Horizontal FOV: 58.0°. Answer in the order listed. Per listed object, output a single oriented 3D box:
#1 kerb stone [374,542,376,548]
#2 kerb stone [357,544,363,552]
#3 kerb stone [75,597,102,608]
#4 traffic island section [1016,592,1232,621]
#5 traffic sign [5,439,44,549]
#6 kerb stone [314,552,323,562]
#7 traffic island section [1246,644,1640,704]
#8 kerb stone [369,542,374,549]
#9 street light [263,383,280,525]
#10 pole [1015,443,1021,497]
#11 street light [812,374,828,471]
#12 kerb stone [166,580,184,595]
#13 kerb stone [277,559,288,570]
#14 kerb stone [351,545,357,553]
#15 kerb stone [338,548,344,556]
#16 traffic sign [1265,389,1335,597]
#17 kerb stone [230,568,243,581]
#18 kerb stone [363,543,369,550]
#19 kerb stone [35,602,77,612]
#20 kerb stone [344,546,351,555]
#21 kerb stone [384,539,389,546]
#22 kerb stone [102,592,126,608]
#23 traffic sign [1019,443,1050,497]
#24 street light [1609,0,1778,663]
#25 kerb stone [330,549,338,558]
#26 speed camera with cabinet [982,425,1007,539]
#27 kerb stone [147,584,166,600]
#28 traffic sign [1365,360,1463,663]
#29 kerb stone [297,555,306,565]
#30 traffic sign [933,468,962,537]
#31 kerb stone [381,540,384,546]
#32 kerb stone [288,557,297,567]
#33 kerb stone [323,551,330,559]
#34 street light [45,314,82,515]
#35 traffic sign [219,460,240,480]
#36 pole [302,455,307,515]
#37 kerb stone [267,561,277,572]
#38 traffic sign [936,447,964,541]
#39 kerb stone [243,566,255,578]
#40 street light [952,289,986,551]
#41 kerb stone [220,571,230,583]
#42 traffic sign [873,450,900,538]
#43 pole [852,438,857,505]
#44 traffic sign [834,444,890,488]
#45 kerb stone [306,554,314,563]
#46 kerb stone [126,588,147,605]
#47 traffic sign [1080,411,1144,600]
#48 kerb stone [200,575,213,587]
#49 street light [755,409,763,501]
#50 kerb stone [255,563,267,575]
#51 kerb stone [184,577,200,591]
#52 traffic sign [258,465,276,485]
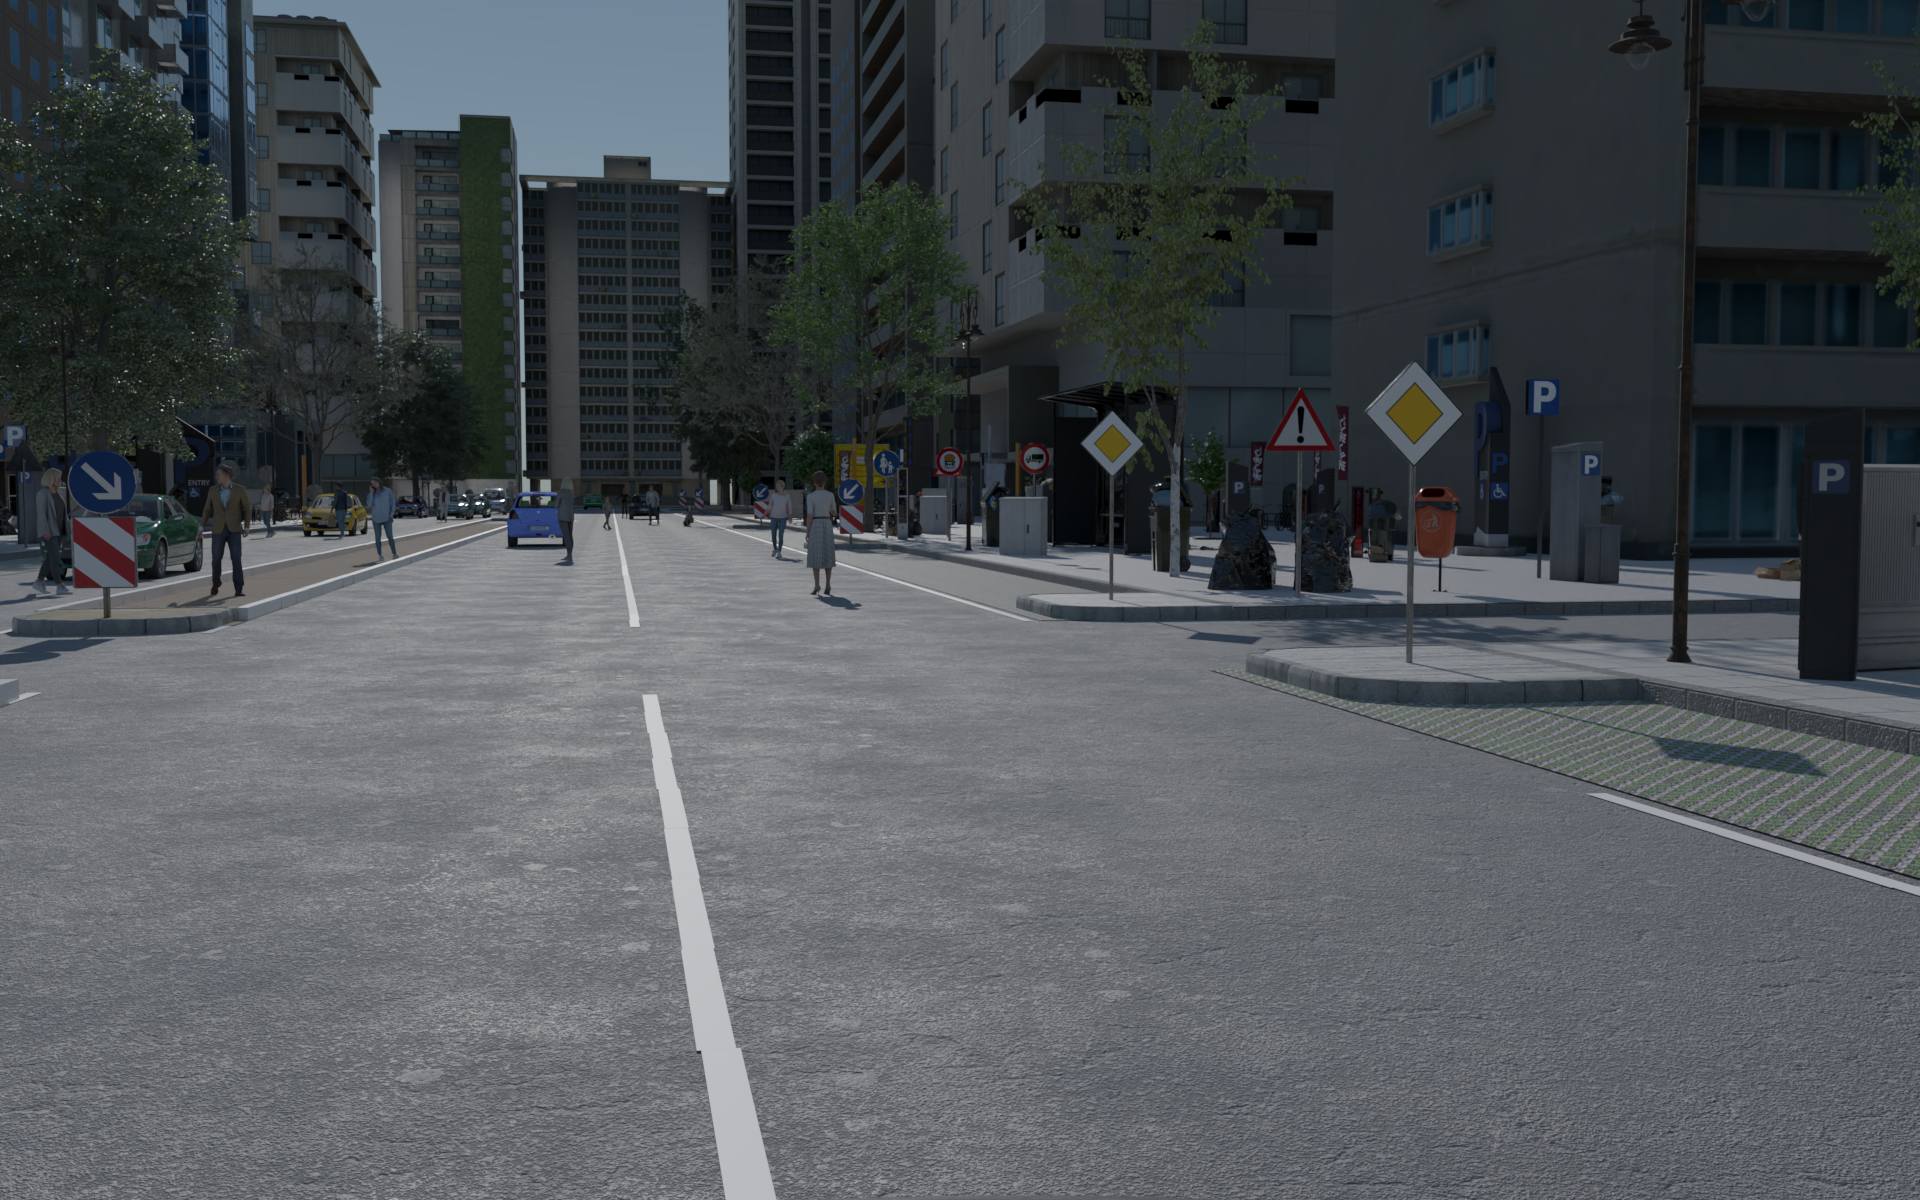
[{"bbox_3d":[-15.545,-1.442,45.779,0.120,0.150,1.000,-1,4,-11],"label":"kerb stone"},{"bbox_3d":[-14.935,-1.259,42.773,0.120,0.150,1.000,-1,4,-11],"label":"kerb stone"},{"bbox_3d":[-10.466,0.095,20.646,0.120,0.150,1.000,-1,4,-11],"label":"kerb stone"},{"bbox_3d":[1.852,0.077,21.014,2.009,0.180,2.903,-1,4,-11],"label":"traffic island section"},{"bbox_3d":[-22.015,-2.492,40.754,0.884,2.594,0.081,0,4,-3],"label":"traffic sign"},{"bbox_3d":[-13.718,-0.889,36.734,0.120,0.150,1.000,-1,4,-11],"label":"kerb stone"},{"bbox_3d":[3.434,0.556,13.187,2.009,0.180,2.903,-1,4,-11],"label":"traffic island section"},{"bbox_3d":[-15.344,-1.374,44.777,0.120,0.150,1.000,-1,4,-11],"label":"kerb stone"},{"bbox_3d":[-28.672,-6.083,72.245,0.468,5.910,1.993,-1,4,-11],"label":"street light"},{"bbox_3d":[2.324,-4.606,69.157,0.158,3.312,0.155,0,3,0],"label":"pole"},{"bbox_3d":[-5.424,-5.769,67.110,0.468,5.910,1.993,-1,4,-11],"label":"street light"},{"bbox_3d":[-11.279,-0.151,24.668,0.120,0.150,1.000,-1,4,-11],"label":"kerb stone"},{"bbox_3d":[-12.905,-0.643,32.717,0.120,0.150,1.000,-1,4,-11],"label":"kerb stone"},{"bbox_3d":[-14.735,-1.193,41.767,0.120,0.150,1.000,-1,4,-11],"label":"kerb stone"},{"bbox_3d":[-14.329,-1.073,39.743,0.120,0.150,1.000,-1,4,-11],"label":"kerb stone"},{"bbox_3d":[4.196,-1.311,21.432,0.884,2.594,0.081,0,4,-6],"label":"traffic sign"},{"bbox_3d":[-12.088,-0.396,28.690,0.120,0.150,1.000,-1,4,-11],"label":"kerb stone"},{"bbox_3d":[-15.143,-1.320,43.774,0.120,0.150,1.000,-1,4,-11],"label":"kerb stone"},{"bbox_3d":[-10.264,0.159,19.642,0.120,0.150,1.000,-1,4,-11],"label":"kerb stone"},{"bbox_3d":[-14.532,-1.133,40.751,0.120,0.150,1.000,-1,4,-11],"label":"kerb stone"},{"bbox_3d":[-15.949,-1.566,47.794,0.120,0.150,1.000,-1,4,-11],"label":"kerb stone"},{"bbox_3d":[-10.666,0.033,21.649,0.120,0.150,1.000,-1,4,-11],"label":"kerb stone"},{"bbox_3d":[1.851,-2.625,43.023,0.768,2.556,0.104,0,4,-5],"label":"traffic sign"},{"bbox_3d":[5.504,-2.464,13.078,0.468,5.910,1.993,-1,4,-11],"label":"street light"},{"bbox_3d":[-14.118,-1.007,38.740,0.120,0.150,1.000,-1,4,-11],"label":"kerb stone"},{"bbox_3d":[0.982,-3.353,49.161,0.660,3.252,2.038,0,4,5],"label":"speed camera with cabinet"},{"bbox_3d":[-11.073,-0.090,23.662,0.120,0.150,1.000,-1,4,-11],"label":"kerb stone"},{"bbox_3d":[3.412,-0.579,13.105,0.795,2.450,0.064,-1,4,-11],"label":"traffic sign"},{"bbox_3d":[-13.312,-0.767,34.730,0.120,0.150,1.000,-1,4,-11],"label":"kerb stone"},{"bbox_3d":[-0.375,-3.163,51.723,0.884,2.594,0.081,0,4,-4],"label":"traffic sign"},{"bbox_3d":[-15.760,-1.503,46.789,0.120,0.150,1.000,-1,4,-11],"label":"kerb stone"},{"bbox_3d":[-13.114,-0.705,33.720,0.120,0.150,1.000,-1,4,-11],"label":"kerb stone"},{"bbox_3d":[-13.922,-0.943,37.736,0.120,0.150,1.000,-1,4,-11],"label":"kerb stone"},{"bbox_3d":[-23.097,-4.401,44.739,0.468,5.910,1.993,-1,4,-11],"label":"street light"},{"bbox_3d":[-27.106,-3.922,64.228,0.768,2.556,0.104,-1,4,-10],"label":"traffic sign"},{"bbox_3d":[-34.264,-5.914,90.529,0.158,3.312,0.155,0,3,0],"label":"pole"},{"bbox_3d":[-12.706,-0.582,31.712,0.120,0.150,1.000,-1,4,-11],"label":"kerb stone"},{"bbox_3d":[-0.289,-2.885,47.272,0.768,2.556,0.104,-1,4,-11],"label":"traffic sign"},{"bbox_3d":[-12.294,-0.458,29.691,0.120,0.150,1.000,-1,4,-11],"label":"kerb stone"},{"bbox_3d":[0.195,-4.060,39.172,0.468,5.910,1.993,-1,4,-11],"label":"street light"},{"bbox_3d":[-11.889,-0.329,27.680,0.120,0.150,1.000,-1,4,-11],"label":"kerb stone"},{"bbox_3d":[-2.137,-3.082,50.502,0.768,2.556,0.104,0,4,-2],"label":"traffic sign"},{"bbox_3d":[-3.831,-4.221,62.862,0.158,3.312,0.155,0,3,0],"label":"pole"},{"bbox_3d":[-3.959,-4.663,70.118,2.265,3.308,0.079,-1,4,-10],"label":"traffic sign"},{"bbox_3d":[-13.520,-0.828,35.731,0.120,0.150,1.000,-1,4,-11],"label":"kerb stone"},{"bbox_3d":[-10.869,-0.028,22.651,0.120,0.150,1.000,-1,4,-11],"label":"kerb stone"},{"bbox_3d":[1.830,-1.057,20.932,0.795,2.450,0.064,-1,4,-11],"label":"traffic sign"},{"bbox_3d":[-11.695,-0.274,26.673,0.120,0.150,1.000,-1,4,-11],"label":"kerb stone"},{"bbox_3d":[-10.980,-7.452,94.620,0.468,5.910,1.993,-1,4,-11],"label":"street light"},{"bbox_3d":[-12.495,-0.521,30.707,0.120,0.150,1.000,-1,4,-11],"label":"kerb stone"},{"bbox_3d":[-11.488,-0.212,25.672,0.120,0.150,1.000,-1,4,-11],"label":"kerb stone"},{"bbox_3d":[-30.509,-4.660,76.293,0.768,2.556,0.104,0,4,-6],"label":"traffic sign"}]
